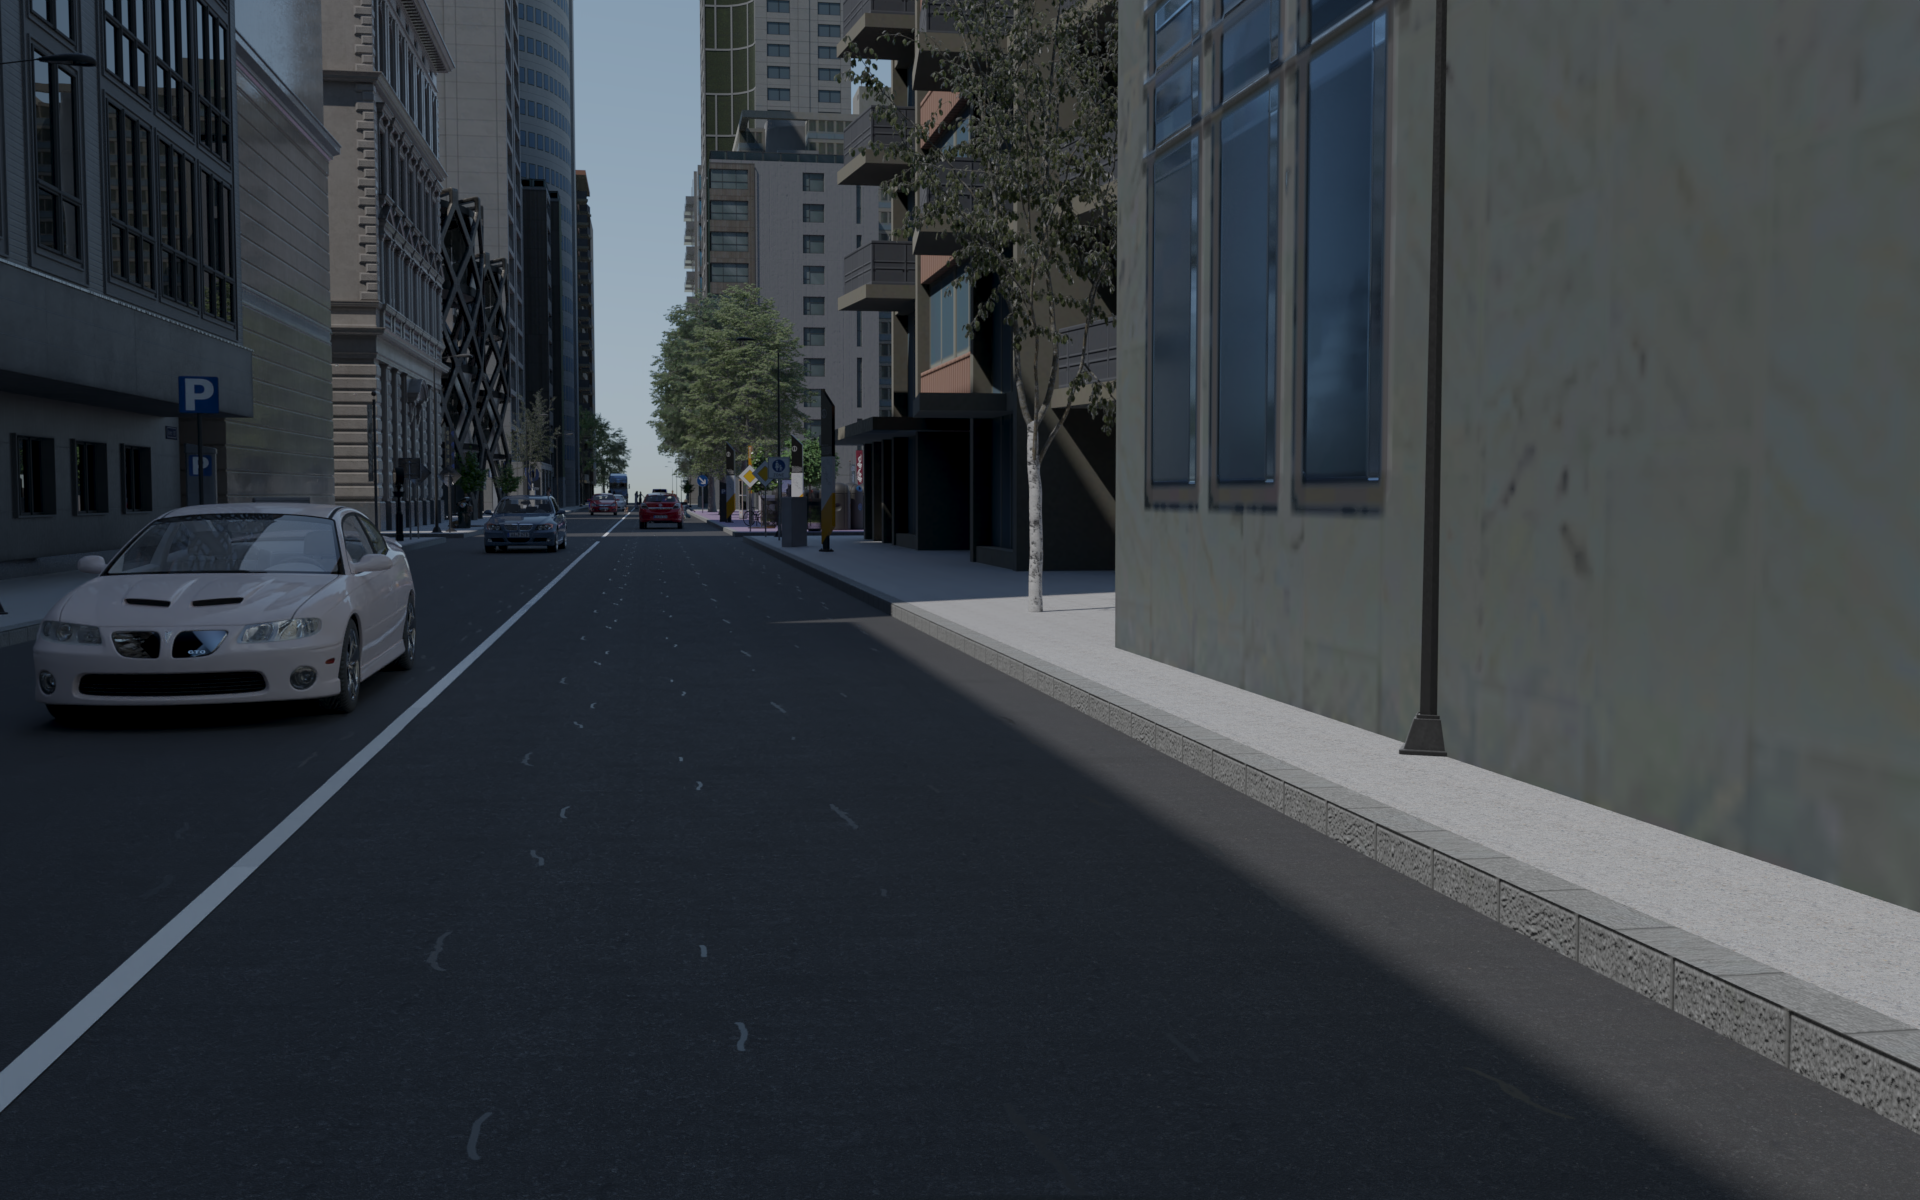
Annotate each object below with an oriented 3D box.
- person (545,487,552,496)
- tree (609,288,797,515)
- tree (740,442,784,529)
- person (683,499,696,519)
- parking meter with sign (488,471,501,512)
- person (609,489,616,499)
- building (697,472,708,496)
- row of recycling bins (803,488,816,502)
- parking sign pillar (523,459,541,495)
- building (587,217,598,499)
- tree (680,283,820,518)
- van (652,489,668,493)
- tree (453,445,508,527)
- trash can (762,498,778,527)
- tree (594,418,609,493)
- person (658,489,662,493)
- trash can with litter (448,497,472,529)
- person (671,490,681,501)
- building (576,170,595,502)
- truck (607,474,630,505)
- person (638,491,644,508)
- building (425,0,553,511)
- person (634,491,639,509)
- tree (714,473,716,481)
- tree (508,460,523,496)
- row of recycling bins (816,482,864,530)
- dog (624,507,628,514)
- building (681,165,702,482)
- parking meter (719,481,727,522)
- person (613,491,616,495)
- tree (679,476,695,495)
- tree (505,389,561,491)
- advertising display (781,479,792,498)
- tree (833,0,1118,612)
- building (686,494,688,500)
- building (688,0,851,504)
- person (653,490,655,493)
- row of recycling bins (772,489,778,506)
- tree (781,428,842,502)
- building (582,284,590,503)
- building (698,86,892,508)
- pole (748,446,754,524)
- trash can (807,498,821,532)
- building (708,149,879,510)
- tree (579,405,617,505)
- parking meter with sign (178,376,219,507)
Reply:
[{"bbox_3d":[-21.691,-5.054,91.234,0.778,1.811,0.616,-1,4,-19],"label":"person"},{"bbox_3d":[-14.559,-12.191,105.970,9.857,13.997,8.962,0,3,0],"label":"tree"},{"bbox_3d":[-7.492,-4.271,64.439,1.663,3.219,1.824,0,3,0],"label":"tree"},{"bbox_3d":[-15.633,-5.161,98.383,1.012,1.151,0.738,2,4,25],"label":"person"},{"bbox_3d":[-33.275,-7.848,124.579,0.543,3.016,1.738,-3,5,-41],"label":"parking meter with sign"},{"bbox_3d":[-29.323,-8.348,145.005,1.348,1.822,0.705,-3,5,-44],"label":"person"},{"bbox_3d":[-15.412,-21.462,195.946,27.650,21.520,28.899,-1,4,-10],"label":"building"},{"bbox_3d":[-10.792,-7.132,123.714,3.534,1.692,1.069,2,4,28],"label":"row of recycling bins"},{"bbox_3d":[-31.644,-8.533,127.988,1.447,3.967,1.447,3,4,38],"label":"parking sign pillar"},{"bbox_3d":[-64.025,-37.866,269.223,14.600,45.320,14.200,-1,4,-10],"label":"building"},{"bbox_3d":[-11.293,-10.728,93.531,7.486,12.596,7.792,0,3,0],"label":"tree"},{"bbox_3d":[-34.974,-12.083,201.936,2.240,2.365,5.245,-1,4,-9],"label":"van"},{"bbox_3d":[-19.155,-4.492,68.046,1.663,3.219,1.824,0,3,0],"label":"tree"},{"bbox_3d":[-7.312,-3.365,66.677,0.748,1.137,0.748,0,3,0],"label":"trash can"},{"bbox_3d":[-59.002,-23.233,286.512,9.857,13.997,8.962,0,3,0],"label":"tree"},{"bbox_3d":[-24.259,-8.072,140.114,1.348,1.869,0.705,0,4,2],"label":"person"},{"bbox_3d":[-18.651,-3.246,64.452,1.055,1.170,0.624,2,4,32],"label":"trash can with litter"},{"bbox_3d":[-22.420,-7.707,135.226,1.217,1.735,0.721,-1,4,-18],"label":"person"},{"bbox_3d":[-59.503,-34.966,226.311,22.147,44.769,28.867,-1,4,-10],"label":"building"},{"bbox_3d":[-46.246,-14.970,234.524,2.967,4.110,18.799,-1,4,-11],"label":"truck"},{"bbox_3d":[-34.089,-10.715,184.482,1.217,1.735,0.721,2,4,26],"label":"person"},{"bbox_3d":[-43.740,-42.813,138.249,20.563,71.187,20.611,-1,4,-10],"label":"building"},{"bbox_3d":[-31.483,-9.755,168.660,0.551,1.740,0.621,3,5,39],"label":"person"},{"bbox_3d":[-19.478,-11.434,137.312,4.737,8.622,4.395,0,3,0],"label":"tree"},{"bbox_3d":[-25.184,-6.261,96.968,1.663,3.219,1.824,0,3,0],"label":"tree"},{"bbox_3d":[-3.652,-3.397,62.649,1.069,1.692,3.534,2,4,31],"label":"row of recycling bins"},{"bbox_3d":[-23.739,-6.362,123.309,0.540,0.507,0.406,1,4,22],"label":"dog"},{"bbox_3d":[-28.915,-38.767,253.453,23.786,49.044,30.456,-1,4,-10],"label":"building"},{"bbox_3d":[-10.847,-4.517,79.559,0.399,1.863,0.255,0,4,-6],"label":"parking meter"},{"bbox_3d":[-31.689,-9.152,158.953,1.217,1.723,0.721,1,4,14],"label":"person"},{"bbox_3d":[-28.523,-11.417,181.264,1.663,3.219,1.824,0,3,0],"label":"tree"},{"bbox_3d":[-29.935,-10.441,121.068,4.360,8.622,3.978,0,3,0],"label":"tree"},{"bbox_3d":[-7.282,-4.226,74.314,0.974,1.923,0.123,-3,4,-37],"label":"advertising display"},{"bbox_3d":[0.794,-4.158,18.345,4.360,8.622,3.978,0,3,0],"label":"tree"},{"bbox_3d":[-28.372,-36.066,281.556,32.217,40.220,23.993,-1,4,-10],"label":"building"},{"bbox_3d":[-25.550,-48.271,227.488,20.563,71.187,20.611,-1,4,-10],"label":"building"},{"bbox_3d":[-25.084,-8.147,142.227,1.217,1.766,0.721,-2,4,-26],"label":"person"},{"bbox_3d":[-13.516,-7.715,133.246,1.069,1.692,3.534,-2,4,-31],"label":"row of recycling bins"},{"bbox_3d":[-7.439,-6.252,85.937,4.285,4.588,4.351,0,3,0],"label":"tree"},{"bbox_3d":[-65.190,-38.353,250.767,21.300,48.544,21.600,-1,4,-10],"label":"building"},{"bbox_3d":[-9.391,-29.213,169.508,32.217,40.220,23.993,-1,4,-10],"label":"building"},{"bbox_3d":[-8.856,-4.869,73.453,0.158,3.312,0.155,0,3,0],"label":"pole"},{"bbox_3d":[-4.991,-2.922,59.431,0.748,1.137,0.748,0,3,0],"label":"trash can"},{"bbox_3d":[-14.653,-23.107,149.495,14.160,30.474,14.107,-1,4,-10],"label":"building"},{"bbox_3d":[-43.832,-16.812,200.629,9.928,11.665,9.643,0,3,0],"label":"tree"},{"bbox_3d":[-11.564,-1.848,26.468,0.543,3.016,1.738,-1,4,-21],"label":"parking meter with sign"}]
